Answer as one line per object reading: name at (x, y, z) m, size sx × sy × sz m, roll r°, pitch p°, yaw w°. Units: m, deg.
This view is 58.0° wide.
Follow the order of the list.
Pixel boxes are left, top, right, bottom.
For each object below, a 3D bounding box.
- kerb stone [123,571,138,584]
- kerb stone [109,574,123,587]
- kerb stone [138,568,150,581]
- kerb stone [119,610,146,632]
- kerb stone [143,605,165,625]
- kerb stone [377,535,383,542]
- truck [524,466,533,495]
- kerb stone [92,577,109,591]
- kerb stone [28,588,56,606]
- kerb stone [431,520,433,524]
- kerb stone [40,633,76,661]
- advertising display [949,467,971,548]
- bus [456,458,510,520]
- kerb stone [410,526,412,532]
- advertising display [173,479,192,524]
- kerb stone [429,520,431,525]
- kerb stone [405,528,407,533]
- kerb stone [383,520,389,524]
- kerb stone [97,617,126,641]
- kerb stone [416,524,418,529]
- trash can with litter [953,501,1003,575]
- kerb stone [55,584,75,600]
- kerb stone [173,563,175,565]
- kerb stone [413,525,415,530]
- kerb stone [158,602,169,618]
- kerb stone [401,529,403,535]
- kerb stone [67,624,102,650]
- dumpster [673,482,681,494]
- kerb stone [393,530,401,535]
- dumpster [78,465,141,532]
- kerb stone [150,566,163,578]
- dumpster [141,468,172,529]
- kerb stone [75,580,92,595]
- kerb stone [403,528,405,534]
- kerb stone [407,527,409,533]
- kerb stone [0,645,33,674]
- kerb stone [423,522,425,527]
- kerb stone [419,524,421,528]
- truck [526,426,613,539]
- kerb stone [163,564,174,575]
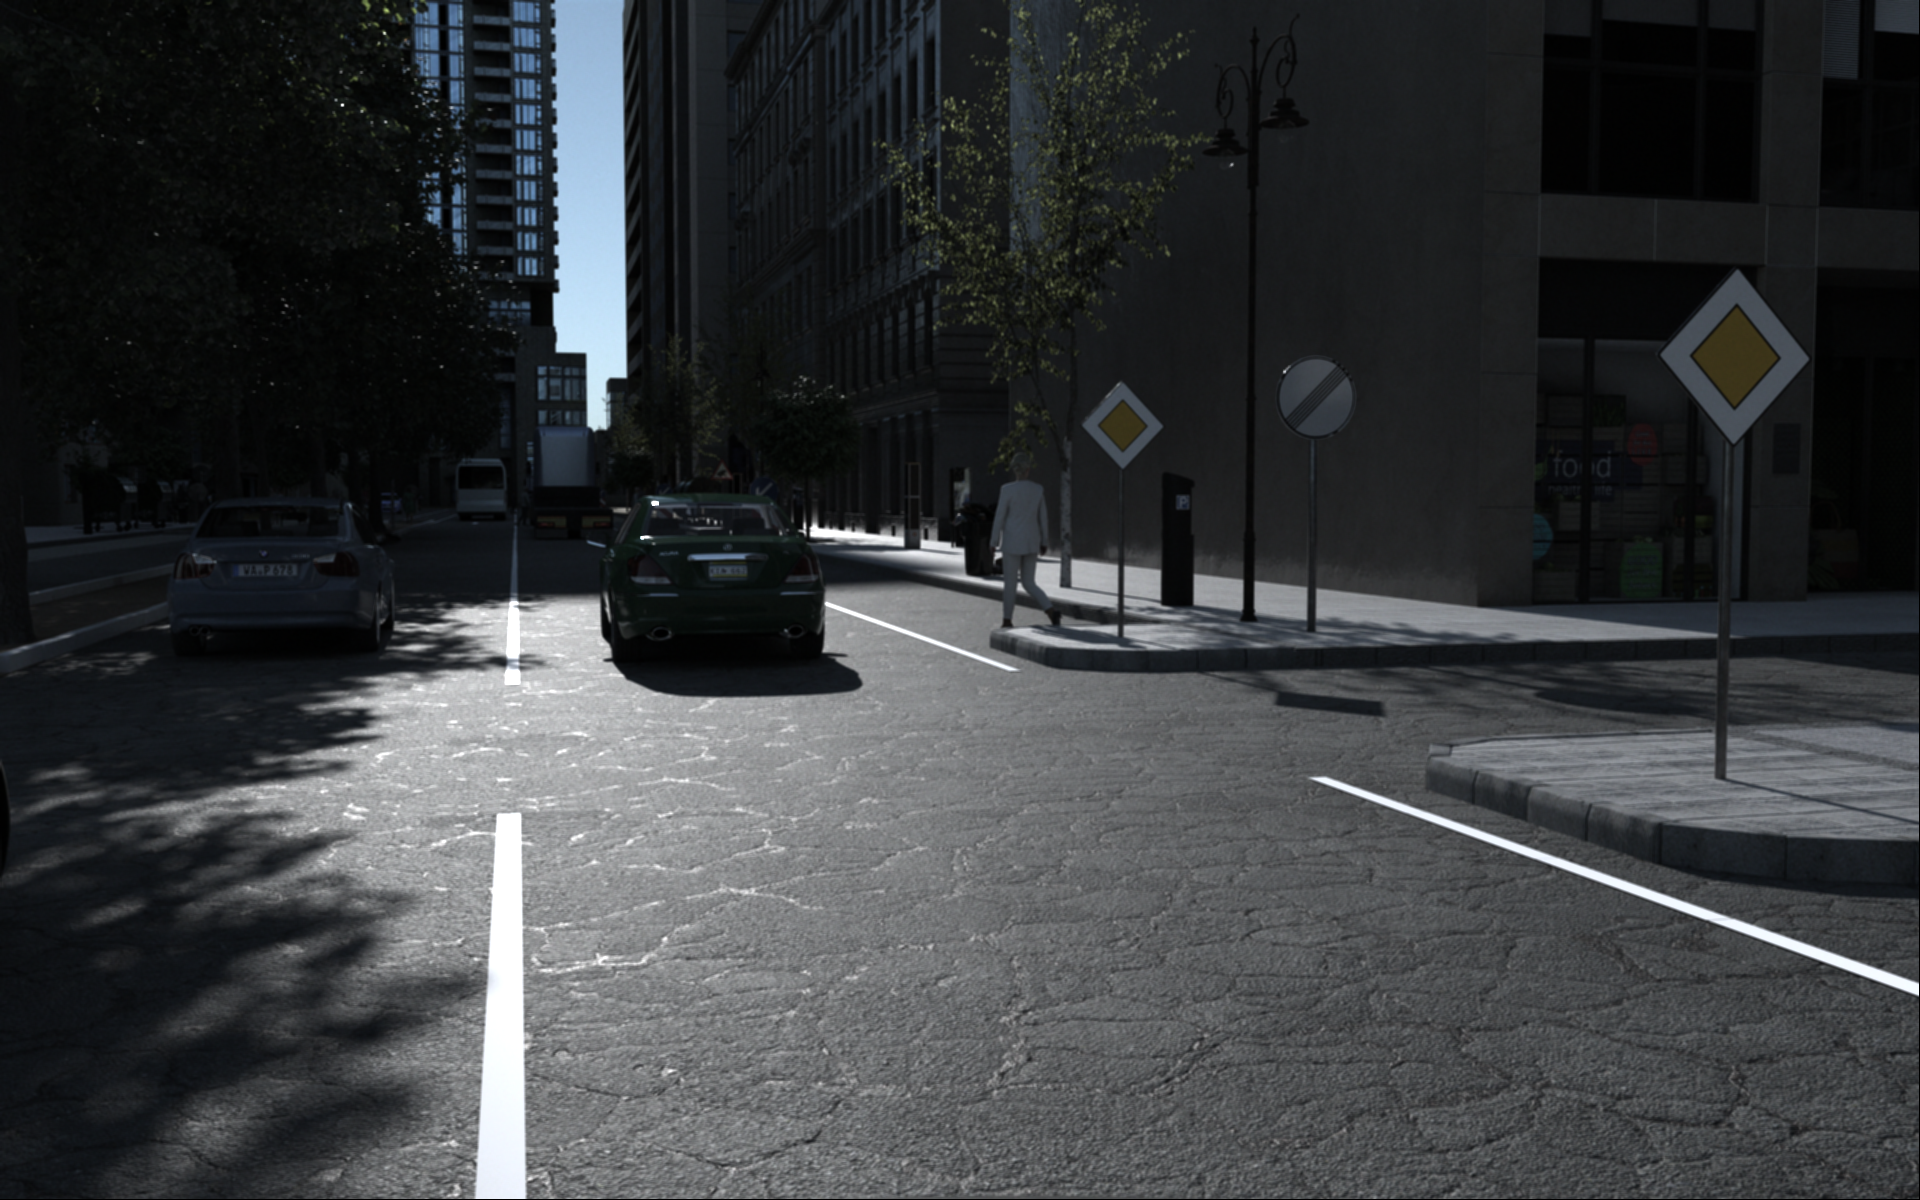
kerb stone at (-13.353, -0.335, 27.676) m, size 0.120 × 0.150 × 1.000 m, roll -1°, pitch 4°, yaw -14°
kerb stone at (-13.105, -0.274, 26.681) m, size 0.120 × 0.150 × 1.000 m, roll -1°, pitch 4°, yaw -14°
kerb stone at (-13.612, -0.396, 28.668) m, size 0.120 × 0.150 × 1.000 m, roll -1°, pitch 4°, yaw -14°
kerb stone at (-8.775, 0.242, 18.250) m, size 0.120 × 0.150 × 1.000 m, roll -1°, pitch 4°, yaw -14°
kerb stone at (-9.028, 0.186, 19.241) m, size 0.120 × 0.150 × 1.000 m, roll -1°, pitch 4°, yaw -14°
kerb stone at (-17.695, -1.886, 53.035) m, size 0.120 × 0.150 × 1.000 m, roll -1°, pitch 4°, yaw -14°
truck at (-37.234, -10.023, 153.637) m, size 2.967 × 4.110 × 18.799 m, roll -1°, pitch 4°, yaw -14°
kerb stone at (-12.846, -0.213, 25.685) m, size 0.120 × 0.150 × 1.000 m, roll -1°, pitch 4°, yaw -14°
kerb stone at (-12.086, -0.025, 22.708) m, size 0.120 × 0.150 × 1.000 m, roll -1°, pitch 4°, yaw -14°
kerb stone at (-24.825, -3.588, 80.861) m, size 0.120 × 0.150 × 1.000 m, roll -1°, pitch 4°, yaw -14°
kerb stone at (-8.007, 0.427, 15.275) m, size 0.120 × 0.150 × 1.000 m, roll -1°, pitch 4°, yaw -14°
advertising display at (0.010, -2.245, 41.927) m, size 0.123 × 1.923 × 0.974 m, roll 2°, pitch 4°, yaw 26°
bus at (-26.771, -6.261, 97.228) m, size 2.948 × 3.499 × 13.247 m, roll -1°, pitch 4°, yaw -14°
kerb stone at (-20.751, -2.615, 64.958) m, size 0.120 × 0.150 × 1.000 m, roll -1°, pitch 4°, yaw -14°
advertising display at (-33.878, -4.296, 75.461) m, size 0.974 × 1.923 × 0.123 m, roll 1°, pitch 4°, yaw 22°
kerb stone at (-24.317, -3.467, 78.876) m, size 0.120 × 0.150 × 1.000 m, roll -1°, pitch 4°, yaw -14°
kerb stone at (-19.983, -2.434, 61.986) m, size 0.120 × 0.150 × 1.000 m, roll -1°, pitch 4°, yaw -14°
kerb stone at (-27.883, -3.801, 84.338) m, size 0.120 × 0.150 × 1.000 m, roll -1°, pitch 4°, yaw -14°
kerb stone at (-8.518, 0.302, 17.260) m, size 0.120 × 0.150 × 1.000 m, roll -1°, pitch 4°, yaw -14°
kerb stone at (-21.766, -2.858, 68.921) m, size 0.120 × 0.150 × 1.000 m, roll -1°, pitch 4°, yaw -14°
trash can with litter at (0.454, -0.987, 27.530) m, size 1.055 × 1.170 × 0.624 m, roll -3°, pitch 5°, yaw -42°
kerb stone at (-12.339, -0.092, 23.704) m, size 0.120 × 0.150 × 1.000 m, roll -1°, pitch 4°, yaw -14°
kerb stone at (-14.383, -0.579, 31.656) m, size 0.120 × 0.150 × 1.000 m, roll -1°, pitch 4°, yaw -14°
kerb stone at (-21.262, -2.735, 66.938) m, size 0.120 × 0.150 × 1.000 m, roll -1°, pitch 4°, yaw -14°
kerb stone at (-9.285, 0.120, 20.230) m, size 0.120 × 0.150 × 1.000 m, roll -1°, pitch 4°, yaw -14°
kerb stone at (-19.478, -2.312, 59.995) m, size 0.120 × 0.150 × 1.000 m, roll -1°, pitch 4°, yaw -14°
kerb stone at (-8.262, 0.363, 16.267) m, size 0.120 × 0.150 × 1.000 m, roll -1°, pitch 4°, yaw -14°
dumpster at (-11.637, -4.208, 74.566) m, size 1.264 × 1.857 × 1.865 m, roll -1°, pitch 4°, yaw -14°
kerb stone at (-19.222, -2.250, 58.995) m, size 0.120 × 0.150 × 1.000 m, roll -1°, pitch 4°, yaw -14°
dumpster at (-28.886, -3.438, 58.701) m, size 1.502 × 2.255 × 1.985 m, roll -1°, pitch 4°, yaw -14°
kerb stone at (-13.866, -0.455, 29.666) m, size 0.120 × 0.150 × 1.000 m, roll -1°, pitch 4°, yaw -14°
dumpster at (-30.243, -3.782, 64.331) m, size 1.502 × 2.255 × 1.985 m, roll -1°, pitch 4°, yaw -14°
kerb stone at (-12.597, -0.153, 24.694) m, size 0.120 × 0.150 × 1.000 m, roll -1°, pitch 4°, yaw -14°
kerb stone at (-19.727, -2.373, 60.988) m, size 0.120 × 0.150 × 1.000 m, roll -1°, pitch 4°, yaw -14°
kerb stone at (-20.240, -2.494, 62.978) m, size 0.120 × 0.150 × 1.000 m, roll -1°, pitch 4°, yaw -14°
kerb stone at (-7.761, 0.486, 14.283) m, size 0.120 × 0.150 × 1.000 m, roll -1°, pitch 4°, yaw -14°
kerb stone at (-23.040, -3.160, 73.900) m, size 0.120 × 0.150 × 1.000 m, roll -1°, pitch 4°, yaw -14°
kerb stone at (-22.279, -2.979, 70.907) m, size 0.120 × 0.150 × 1.000 m, roll -1°, pitch 4°, yaw -14°
truck at (-14.380, -4.508, 63.457) m, size 2.967 × 4.110 × 18.799 m, roll -1°, pitch 4°, yaw -14°
kerb stone at (-14.126, -0.514, 30.667) m, size 0.120 × 0.150 × 1.000 m, roll -1°, pitch 4°, yaw -14°
